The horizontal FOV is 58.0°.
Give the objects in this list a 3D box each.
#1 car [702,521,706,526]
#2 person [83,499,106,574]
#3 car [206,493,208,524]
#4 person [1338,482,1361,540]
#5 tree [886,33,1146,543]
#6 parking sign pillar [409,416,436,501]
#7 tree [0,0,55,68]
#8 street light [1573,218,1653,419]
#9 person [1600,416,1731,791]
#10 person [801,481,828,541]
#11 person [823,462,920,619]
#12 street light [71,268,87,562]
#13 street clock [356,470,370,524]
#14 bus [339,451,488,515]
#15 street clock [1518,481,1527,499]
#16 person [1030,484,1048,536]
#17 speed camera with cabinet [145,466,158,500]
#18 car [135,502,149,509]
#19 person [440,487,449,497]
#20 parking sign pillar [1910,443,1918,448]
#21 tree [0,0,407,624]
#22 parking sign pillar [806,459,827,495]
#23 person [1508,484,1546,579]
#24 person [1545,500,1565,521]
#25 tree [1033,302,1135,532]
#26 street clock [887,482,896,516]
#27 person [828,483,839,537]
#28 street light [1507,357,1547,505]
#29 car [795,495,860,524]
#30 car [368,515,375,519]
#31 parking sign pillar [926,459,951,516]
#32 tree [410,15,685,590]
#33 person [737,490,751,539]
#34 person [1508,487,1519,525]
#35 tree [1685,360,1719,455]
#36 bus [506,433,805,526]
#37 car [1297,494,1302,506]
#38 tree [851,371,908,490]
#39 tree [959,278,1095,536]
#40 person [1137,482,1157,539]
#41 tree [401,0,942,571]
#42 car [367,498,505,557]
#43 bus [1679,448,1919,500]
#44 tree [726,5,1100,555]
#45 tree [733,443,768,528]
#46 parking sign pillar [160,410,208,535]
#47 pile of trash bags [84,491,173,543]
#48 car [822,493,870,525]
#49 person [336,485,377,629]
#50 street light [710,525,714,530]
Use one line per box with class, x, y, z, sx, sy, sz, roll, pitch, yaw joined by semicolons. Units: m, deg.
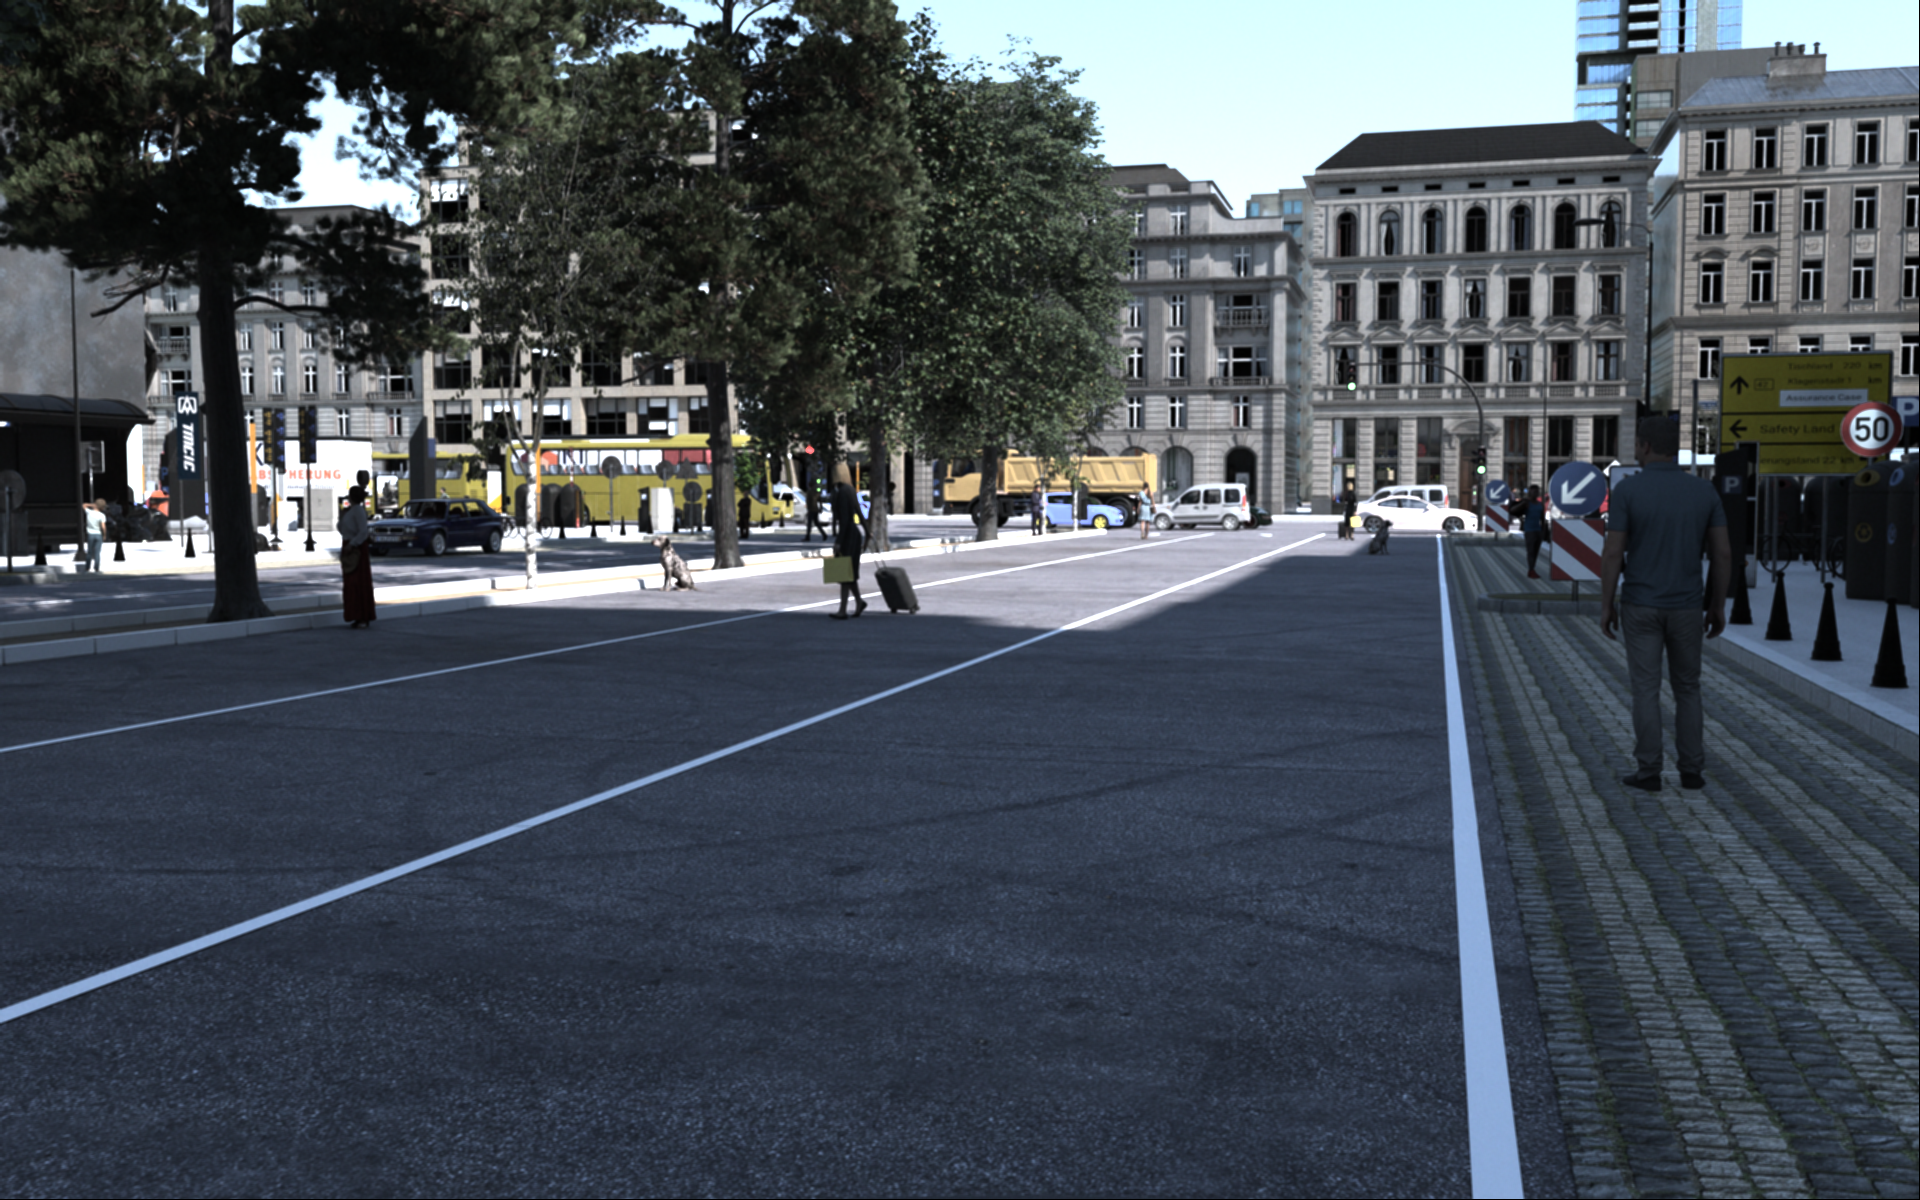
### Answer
car;-12.520;-4.026;78.403;3.894;1.354;1.945;1;4;16
person;-15.454;-1.131;30.905;0.435;1.345;0.340;-1;4;-16
car;-35.832;-4.348;80.687;3.694;1.707;1.945;1;4;16
person;12.249;-2.795;54.413;0.699;1.804;1.509;1;4;13
tree;0.793;-8.576;49.324;9.857;13.997;8.962;0;3;0
parking sign pillar;-18.794;-4.409;60.553;1.447;3.967;1.447;-3;5;-40
tree;-10.009;-6.194;10.389;9.857;13.997;8.962;0;3;0
street light;11.011;-3.464;29.185;1.470;5.913;1.316;1;4;15
person;3.414;0.013;8.409;0.598;1.807;0.434;1;4;13
person;-4.431;-2.712;52.754;0.836;1.842;0.656;1;4;10
person;-1.054;-0.701;20.175;1.509;1.804;0.699;-3;5;-44
street light;-16.148;-3.669;32.525;1.470;5.913;1.316;1;4;15
street clock;-17.877;-2.896;51.919;0.358;2.002;0.471;-3;5;-42
bus;-31.236;-6.207;93.025;12.252;3.916;2.896;1;4;15
street clock;30.363;-5.443;93.566;0.358;2.002;0.471;-2;4;-26
person;2.734;-3.084;59.380;0.568;1.767;0.683;2;4;26
speed camera with cabinet;-57.013;-7.800;121.870;0.660;3.252;2.038;-1;4;-11
car;-46.670;-5.265;95.680;3.694;1.707;1.945;1;4;13
person;-23.493;-4.263;78.915;0.376;1.734;0.841;-1;4;-23
parking sign pillar;49.579;-6.275;91.066;1.447;3.967;1.447;-1;4;-9
tree;-8.174;-6.682;19.133;7.806;13.903;7.818;0;3;0
parking sign pillar;-8.092;-6.687;97.798;1.447;3.967;1.447;3;5;44
person;9.693;-1.166;29.440;0.647;1.594;0.662;-2;4;-24
person;21.122;-3.217;61.450;0.694;1.780;0.624;1;4;20
tree;4.145;-6.661;61.722;4.360;8.622;3.978;0;3;0
street clock;-4.085;-6.047;103.437;0.471;2.002;0.358;-1;4;-12
person;-4.144;-3.107;58.660;0.474;1.900;0.648;1;4;21
street light;19.174;-5.258;58.516;1.470;5.913;1.316;1;4;15
car;-6.385;-4.430;84.441;4.499;1.417;2.014;1;4;17
car;-32.488;-5.418;97.250;5.304;1.827;2.281;1;4;17
parking sign pillar;-1.237;-6.858;100.604;1.447;3.967;1.447;1;4;11
tree;-6.180;-4.424;25.146;4.360;8.622;3.978;0;3;0
person;-6.894;-2.733;55.459;0.482;1.546;0.388;3;5;41
person;25.589;-4.342;79.945;0.568;1.767;0.683;1;4;17
tree;41.098;-8.692;92.484;4.360;8.622;3.978;0;3;0
bus;-12.673;-4.899;71.652;12.252;3.916;2.896;1;4;14
car;38.924;-11.646;202.202;2.131;1.459;4.920;1;4;14
tree;-4.435;-8.995;97.429;4.737;8.622;4.395;0;3;0
tree;2.757;-6.390;57.290;4.737;8.622;4.395;0;3;0
person;5.928;-2.838;54.991;0.616;1.811;0.778;1;4;11
tree;-4.380;-7.435;31.448;7.806;13.903;7.818;0;3;0
car;-12.348;-1.720;40.704;1.945;1.354;3.894;1;4;15
bus;33.141;-4.445;67.530;13.247;3.499;2.948;1;4;17
tree;-1.883;-7.367;39.917;9.611;12.733;9.660;0;3;0
tree;-8.308;-4.362;65.921;1.663;3.219;1.824;0;3;0
parking sign pillar;-24.365;-4.027;54.315;1.447;3.967;1.447;2;4;30
pile of trash bags;-22.256;-2.270;46.870;1.912;1.369;3.447;0;4;-3
car;-5.840;-4.422;81.889;3.694;1.707;1.945;1;4;14
person;-6.462;-0.463;18.544;0.387;1.526;0.523;-2;4;-29
street light;-8.211;-5.438;61.459;1.470;5.913;1.316;1;4;15
